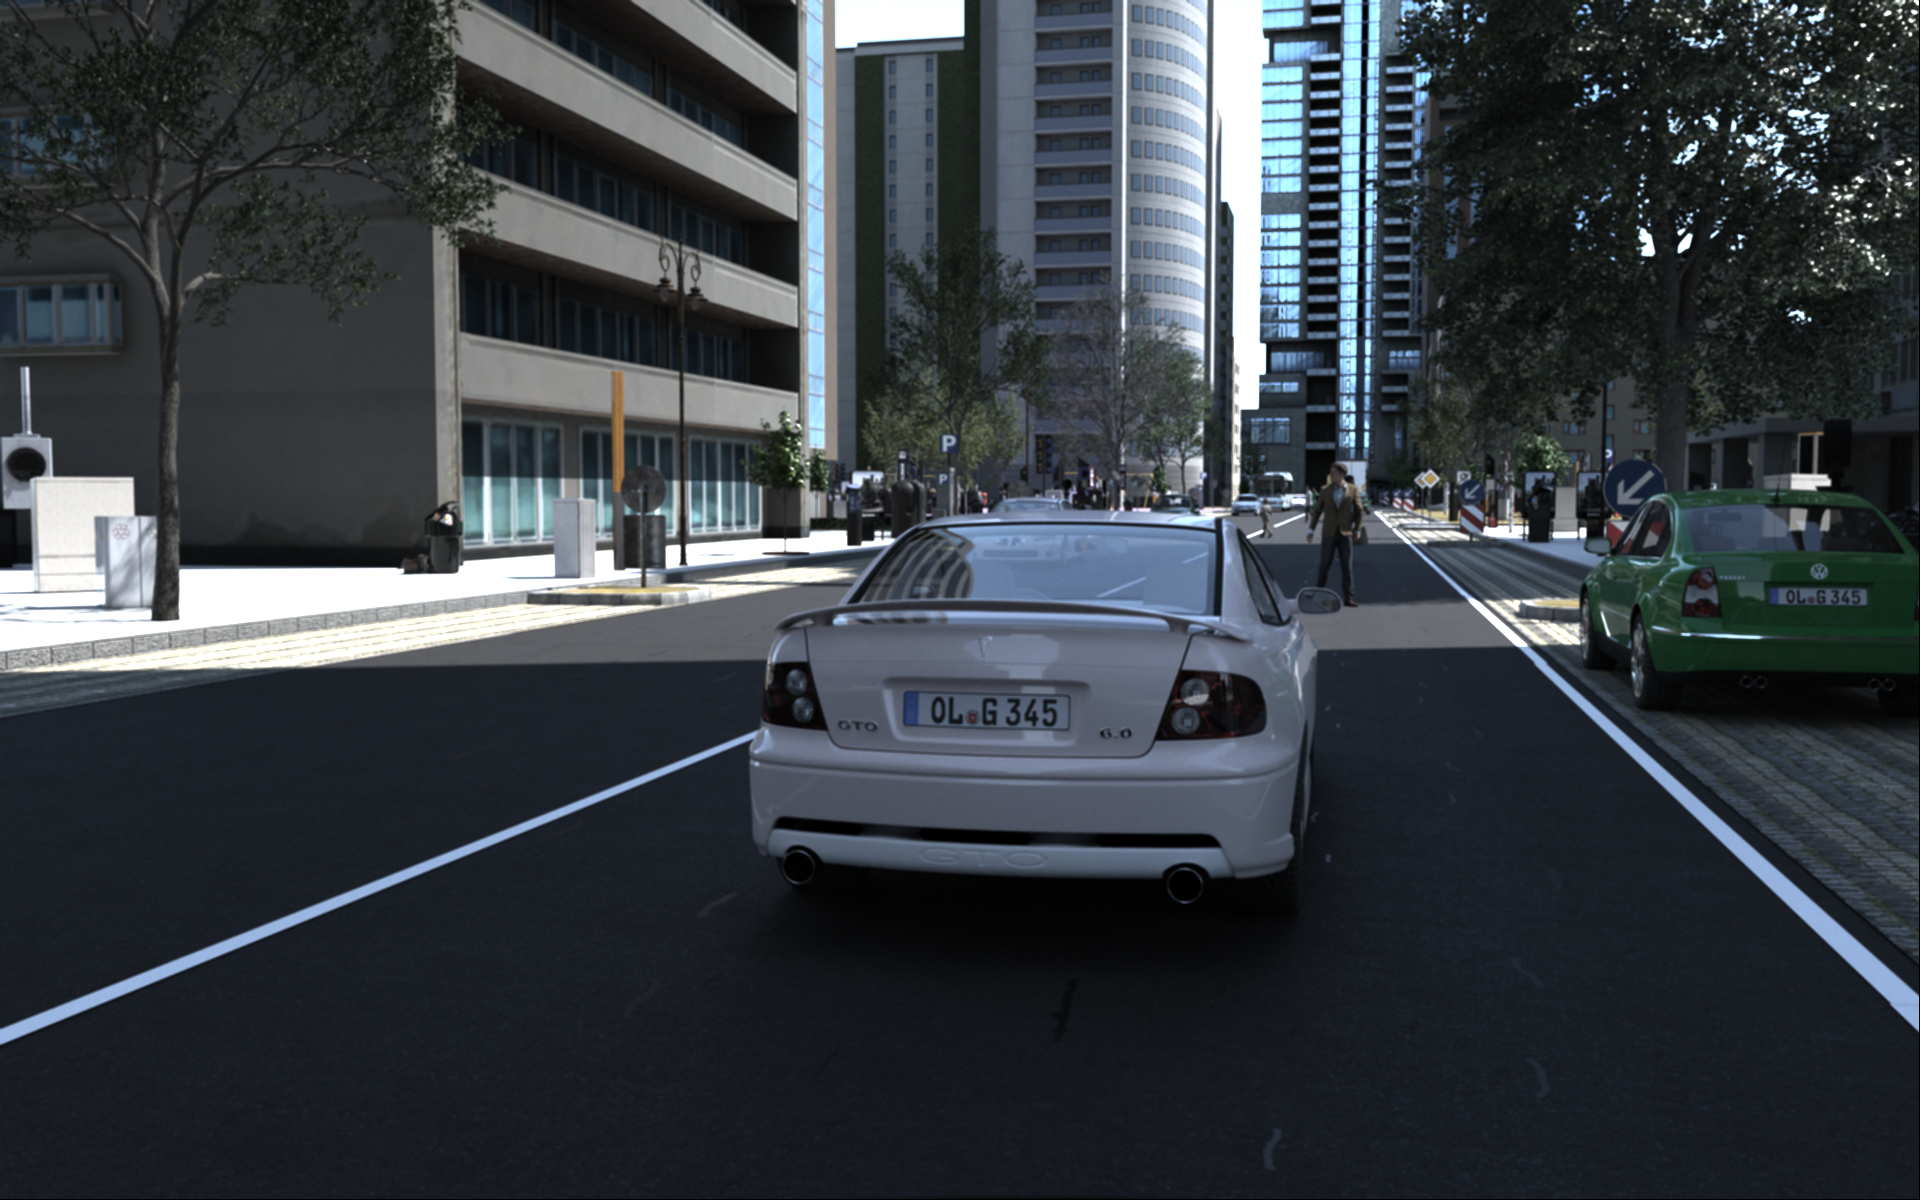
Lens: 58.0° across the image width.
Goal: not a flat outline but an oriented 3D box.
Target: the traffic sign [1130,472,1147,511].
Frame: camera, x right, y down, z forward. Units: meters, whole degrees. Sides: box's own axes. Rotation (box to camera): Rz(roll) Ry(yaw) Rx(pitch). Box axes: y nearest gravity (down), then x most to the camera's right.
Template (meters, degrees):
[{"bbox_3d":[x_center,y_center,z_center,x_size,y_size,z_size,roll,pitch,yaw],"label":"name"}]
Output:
[{"bbox_3d":[8.135,-4.625,79.254,0.795,2.450,0.064,1,4,13],"label":"traffic sign"}]

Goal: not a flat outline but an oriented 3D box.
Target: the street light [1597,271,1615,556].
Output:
[{"bbox_3d":[13.268,-3.844,35.644,0.468,5.910,1.993,1,4,13],"label":"street light"}]

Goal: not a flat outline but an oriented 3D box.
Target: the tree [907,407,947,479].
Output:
[{"bbox_3d":[-1.881,-11.689,141.471,4.360,8.622,3.978,0,3,0],"label":"tree"}]

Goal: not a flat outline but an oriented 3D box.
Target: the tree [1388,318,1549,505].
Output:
[{"bbox_3d":[27.134,-9.675,92.604,8.767,10.594,7.601,1,4,17],"label":"tree"}]

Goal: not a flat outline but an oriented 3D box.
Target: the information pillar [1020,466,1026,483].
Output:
[{"bbox_3d":[5.176,-9.184,141.517,0.504,3.616,0.183,0,4,-3],"label":"information pillar"}]

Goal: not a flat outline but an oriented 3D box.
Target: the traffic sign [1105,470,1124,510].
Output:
[{"bbox_3d":[6.357,-4.148,71.469,0.795,2.450,0.064,1,4,13],"label":"traffic sign"}]

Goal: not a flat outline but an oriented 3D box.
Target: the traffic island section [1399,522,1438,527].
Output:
[{"bbox_3d":[20.435,-3.317,76.512,2.009,0.180,2.903,1,4,13],"label":"traffic island section"}]

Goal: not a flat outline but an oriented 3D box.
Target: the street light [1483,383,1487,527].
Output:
[{"bbox_3d":[20.577,-5.811,67.804,0.468,5.910,1.993,1,4,13],"label":"street light"}]

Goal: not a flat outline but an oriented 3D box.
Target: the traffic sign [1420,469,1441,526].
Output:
[{"bbox_3d":[18.632,-3.976,68.655,0.795,2.450,0.064,1,4,13],"label":"traffic sign"}]

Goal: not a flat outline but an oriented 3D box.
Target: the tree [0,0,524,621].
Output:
[{"bbox_3d":[-7.829,-5.083,17.521,8.767,10.594,7.601,3,5,41],"label":"tree"}]

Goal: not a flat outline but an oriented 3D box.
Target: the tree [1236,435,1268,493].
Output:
[{"bbox_3d":[35.550,-15.898,210.300,4.737,8.622,4.395,0,3,0],"label":"tree"}]

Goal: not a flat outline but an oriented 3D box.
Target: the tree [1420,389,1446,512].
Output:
[{"bbox_3d":[33.956,-10.398,120.369,4.360,8.622,3.978,0,3,0],"label":"tree"}]

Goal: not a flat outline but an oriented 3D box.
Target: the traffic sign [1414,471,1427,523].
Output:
[{"bbox_3d":[20.410,-4.452,76.440,0.795,2.450,0.064,1,4,13],"label":"traffic sign"}]

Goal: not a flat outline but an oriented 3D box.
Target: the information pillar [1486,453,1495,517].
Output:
[{"bbox_3d":[29.778,-6.483,97.357,0.504,3.616,0.183,0,4,1],"label":"information pillar"}]

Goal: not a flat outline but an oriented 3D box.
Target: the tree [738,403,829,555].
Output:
[{"bbox_3d":[-3.634,-2.580,36.779,1.663,3.219,1.824,0,3,0],"label":"tree"}]

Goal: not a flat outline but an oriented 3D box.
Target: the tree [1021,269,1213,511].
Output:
[{"bbox_3d":[8.481,-11.238,94.107,12.009,13.543,11.850,0,3,0],"label":"tree"}]

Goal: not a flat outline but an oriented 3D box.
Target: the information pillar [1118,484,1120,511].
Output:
[{"bbox_3d":[9.824,-6.331,108.001,0.304,2.012,0.304,0,4,-4],"label":"information pillar"}]

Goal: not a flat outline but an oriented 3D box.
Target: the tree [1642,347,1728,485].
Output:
[{"bbox_3d":[35.470,-8.191,84.289,4.737,8.622,4.395,0,3,0],"label":"tree"}]

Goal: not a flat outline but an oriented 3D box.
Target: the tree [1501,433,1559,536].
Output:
[{"bbox_3d":[17.588,-3.564,52.868,1.663,3.219,1.824,0,3,0],"label":"tree"}]

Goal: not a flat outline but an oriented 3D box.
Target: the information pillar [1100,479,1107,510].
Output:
[{"bbox_3d":[7.175,-5.021,86.587,0.304,2.012,0.304,-1,4,-13],"label":"information pillar"}]

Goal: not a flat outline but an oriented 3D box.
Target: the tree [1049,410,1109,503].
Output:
[{"bbox_3d":[9.111,-11.680,141.338,4.360,8.622,3.978,0,3,0],"label":"tree"}]

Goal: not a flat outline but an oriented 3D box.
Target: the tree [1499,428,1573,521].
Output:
[{"bbox_3d":[27.812,-6.109,83.597,4.285,4.588,4.351,0,3,0],"label":"tree"}]

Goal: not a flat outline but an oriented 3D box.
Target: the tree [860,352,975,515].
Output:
[{"bbox_3d":[-2.518,-8.417,87.979,4.737,8.622,4.395,0,3,0],"label":"tree"}]

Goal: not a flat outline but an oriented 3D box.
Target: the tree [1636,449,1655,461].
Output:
[{"bbox_3d":[48.016,-8.316,119.682,4.285,4.588,4.351,0,3,0],"label":"tree"}]

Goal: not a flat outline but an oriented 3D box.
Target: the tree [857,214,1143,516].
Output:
[{"bbox_3d":[0.113,-7.497,56.988,7.601,10.594,8.767,-3,4,-36],"label":"tree"}]

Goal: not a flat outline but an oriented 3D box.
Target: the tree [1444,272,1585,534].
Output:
[{"bbox_3d":[18.162,-6.465,56.069,4.360,8.622,3.978,0,3,0],"label":"tree"}]

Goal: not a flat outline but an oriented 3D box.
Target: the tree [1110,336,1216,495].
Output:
[{"bbox_3d":[13.380,-11.568,114.888,9.928,11.665,9.643,0,3,0],"label":"tree"}]

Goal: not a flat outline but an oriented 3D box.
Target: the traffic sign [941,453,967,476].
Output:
[{"bbox_3d":[-0.237,-3.135,51.266,0.884,2.594,0.081,1,4,13],"label":"traffic sign"}]

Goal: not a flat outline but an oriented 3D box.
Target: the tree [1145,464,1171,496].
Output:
[{"bbox_3d":[12.678,-6.987,108.843,1.663,3.219,1.824,0,3,0],"label":"tree"}]

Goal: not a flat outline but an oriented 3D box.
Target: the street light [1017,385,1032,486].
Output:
[{"bbox_3d":[2.465,-5.547,63.477,0.468,5.910,1.993,1,4,13],"label":"street light"}]

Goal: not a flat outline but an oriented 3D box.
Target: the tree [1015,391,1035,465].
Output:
[{"bbox_3d":[2.908,-9.976,113.475,4.737,8.622,4.395,0,3,0],"label":"tree"}]

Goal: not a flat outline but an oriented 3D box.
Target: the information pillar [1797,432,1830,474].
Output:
[{"bbox_3d":[10.265,-0.997,20.792,0.304,2.012,0.304,-1,4,-14],"label":"information pillar"}]

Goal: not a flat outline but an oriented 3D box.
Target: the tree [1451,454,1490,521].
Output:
[{"bbox_3d":[24.381,-5.402,82.921,1.663,3.219,1.824,0,3,0],"label":"tree"}]

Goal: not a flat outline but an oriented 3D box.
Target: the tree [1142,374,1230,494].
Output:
[{"bbox_3d":[15.701,-11.532,122.967,7.601,10.594,8.767,1,4,17],"label":"tree"}]

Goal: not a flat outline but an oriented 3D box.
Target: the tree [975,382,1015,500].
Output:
[{"bbox_3d":[0.144,-9.470,105.194,4.737,8.622,4.395,0,3,0],"label":"tree"}]

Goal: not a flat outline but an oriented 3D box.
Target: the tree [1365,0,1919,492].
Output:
[{"bbox_3d":[11.495,-7.392,27.522,9.857,13.997,8.962,0,3,0],"label":"tree"}]

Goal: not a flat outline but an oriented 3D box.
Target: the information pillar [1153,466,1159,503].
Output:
[{"bbox_3d":[15.950,-9.145,140.871,0.504,3.616,0.183,0,4,-4],"label":"information pillar"}]

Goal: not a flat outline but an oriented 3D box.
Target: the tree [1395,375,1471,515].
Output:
[{"bbox_3d":[29.722,-9.559,106.654,4.737,8.622,4.395,0,3,0],"label":"tree"}]

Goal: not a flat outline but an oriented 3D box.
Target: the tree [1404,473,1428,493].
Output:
[{"bbox_3d":[41.445,-9.951,157.299,1.663,3.219,1.824,0,3,0],"label":"tree"}]

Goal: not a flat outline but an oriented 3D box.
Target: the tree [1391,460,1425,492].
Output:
[{"bbox_3d":[43.225,-11.199,166.815,4.285,4.588,4.351,0,3,0],"label":"tree"}]

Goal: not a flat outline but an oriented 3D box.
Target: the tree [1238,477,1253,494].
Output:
[{"bbox_3d":[33.146,-12.670,201.751,1.663,3.219,1.824,0,3,0],"label":"tree"}]

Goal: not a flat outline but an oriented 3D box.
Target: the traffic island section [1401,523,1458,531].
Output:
[{"bbox_3d":[18.657,-2.841,68.727,2.009,0.180,2.903,1,4,13],"label":"traffic island section"}]

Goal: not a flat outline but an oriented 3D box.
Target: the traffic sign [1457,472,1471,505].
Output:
[{"bbox_3d":[22.543,-4.612,77.532,0.606,2.300,0.079,1,4,16],"label":"traffic sign"}]

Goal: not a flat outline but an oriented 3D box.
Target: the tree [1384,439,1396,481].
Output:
[{"bbox_3d":[56.894,-16.750,224.224,4.737,8.622,4.395,0,3,0],"label":"tree"}]

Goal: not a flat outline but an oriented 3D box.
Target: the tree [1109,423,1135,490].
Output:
[{"bbox_3d":[12.610,-12.090,148.041,4.360,8.622,3.978,0,3,0],"label":"tree"}]

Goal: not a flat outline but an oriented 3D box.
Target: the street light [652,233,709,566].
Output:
[{"bbox_3d":[-4.972,-3.557,30.952,0.468,5.910,1.993,1,4,13],"label":"street light"}]
